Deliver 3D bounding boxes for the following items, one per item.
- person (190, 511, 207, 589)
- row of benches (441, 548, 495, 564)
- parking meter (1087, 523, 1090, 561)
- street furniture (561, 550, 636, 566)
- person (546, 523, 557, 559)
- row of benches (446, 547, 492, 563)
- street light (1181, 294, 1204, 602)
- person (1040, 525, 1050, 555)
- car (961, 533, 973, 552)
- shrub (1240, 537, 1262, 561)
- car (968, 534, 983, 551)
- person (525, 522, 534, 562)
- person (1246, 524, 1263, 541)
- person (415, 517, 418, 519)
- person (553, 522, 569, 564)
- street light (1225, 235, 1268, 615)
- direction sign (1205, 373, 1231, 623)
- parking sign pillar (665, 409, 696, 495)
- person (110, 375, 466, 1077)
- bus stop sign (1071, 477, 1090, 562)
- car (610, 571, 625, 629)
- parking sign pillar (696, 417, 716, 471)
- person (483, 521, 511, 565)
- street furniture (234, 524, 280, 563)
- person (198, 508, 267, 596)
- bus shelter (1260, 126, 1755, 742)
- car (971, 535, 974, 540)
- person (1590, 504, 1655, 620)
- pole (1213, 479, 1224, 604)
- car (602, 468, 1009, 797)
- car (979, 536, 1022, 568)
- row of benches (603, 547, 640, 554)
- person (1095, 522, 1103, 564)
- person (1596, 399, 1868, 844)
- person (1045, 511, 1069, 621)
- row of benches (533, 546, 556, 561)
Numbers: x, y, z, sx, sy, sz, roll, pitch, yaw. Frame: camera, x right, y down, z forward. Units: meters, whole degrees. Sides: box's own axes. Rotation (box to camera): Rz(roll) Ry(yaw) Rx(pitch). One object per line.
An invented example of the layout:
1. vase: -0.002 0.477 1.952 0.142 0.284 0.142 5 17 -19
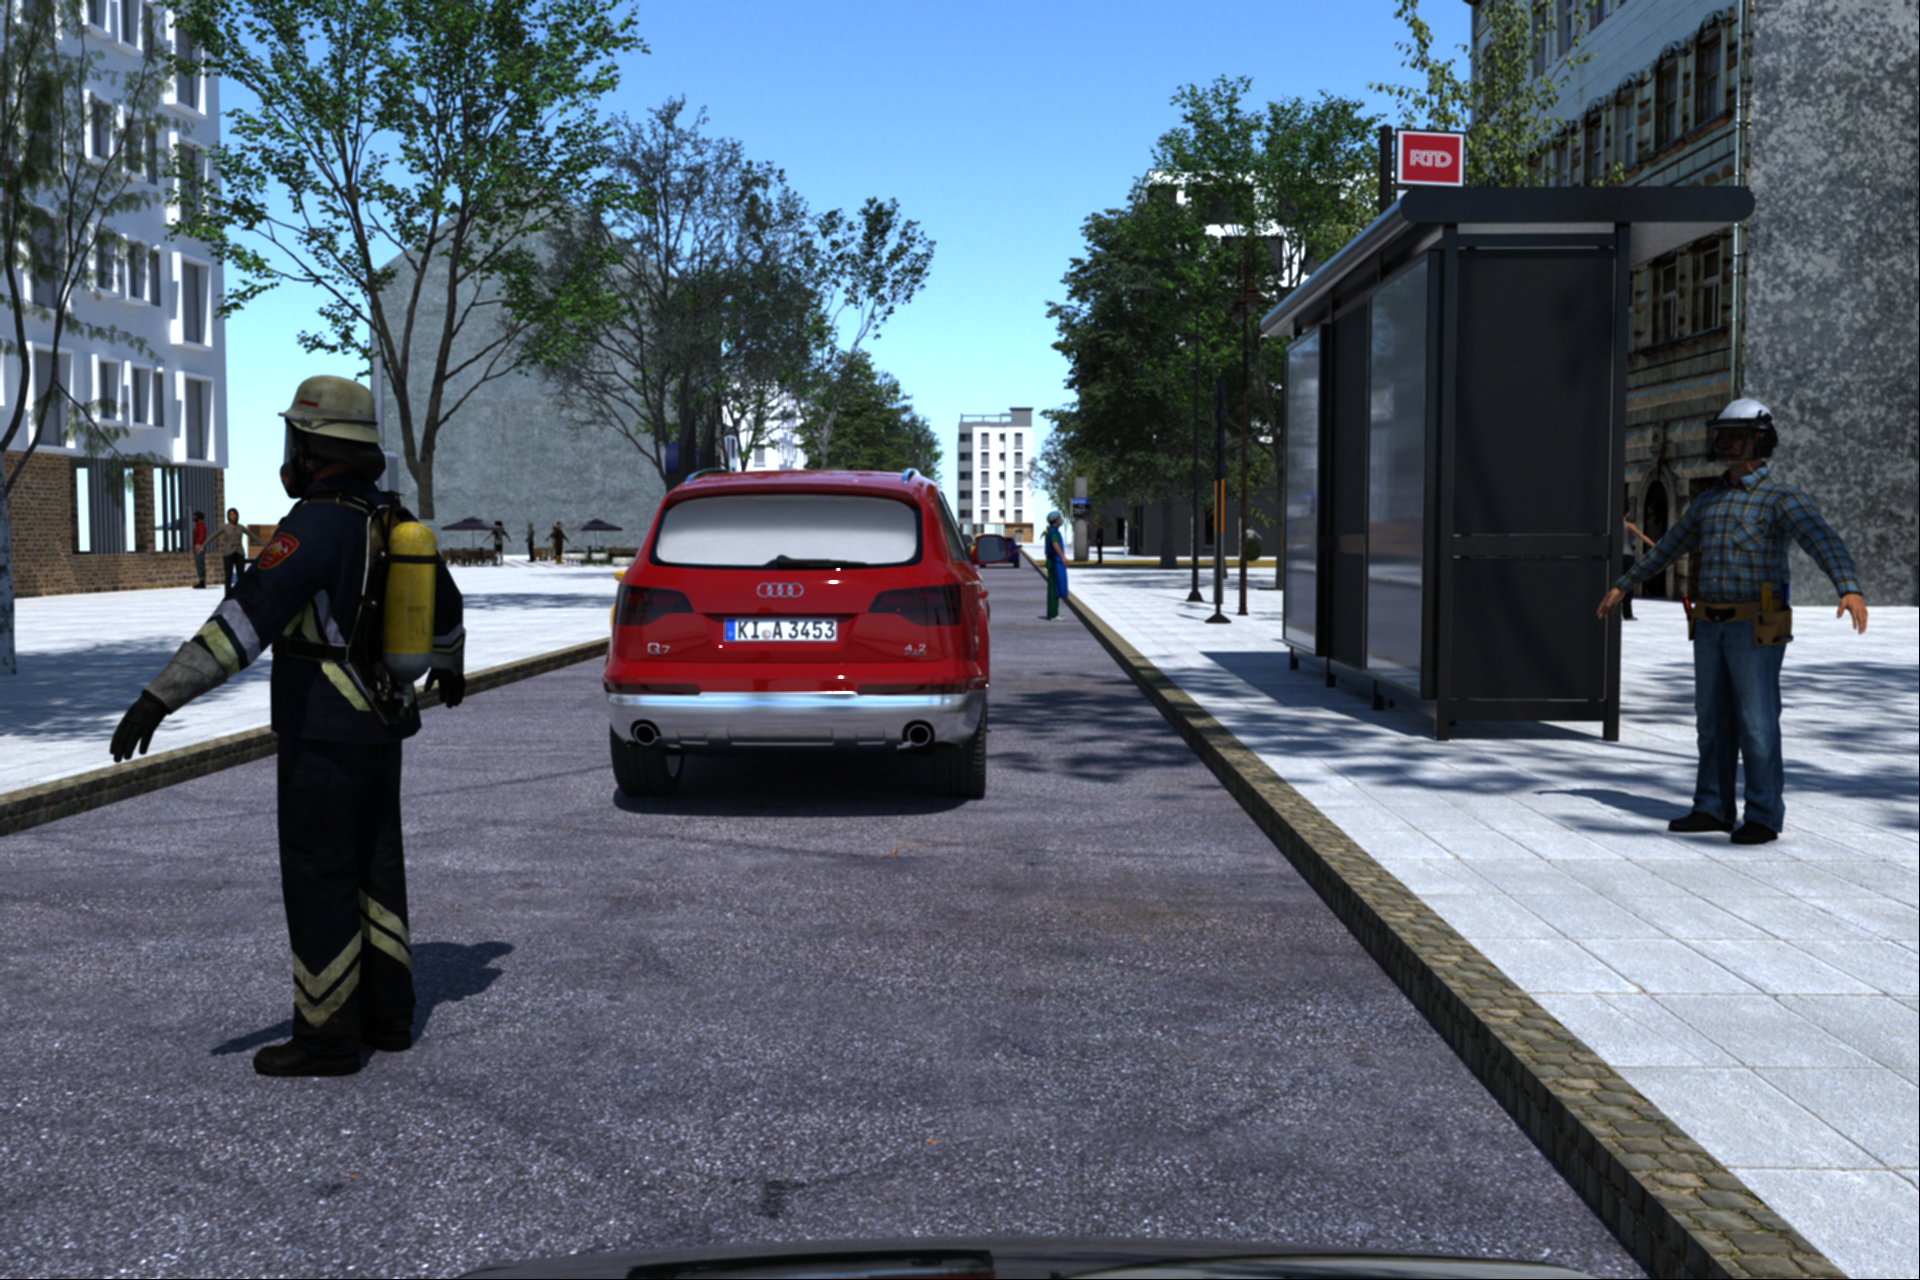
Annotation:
1. person: -17.891 -2.114 40.679 0.704 1.816 1.345 -2 4 -28
2. row of benches: -21.377 -3.607 74.433 1.422 0.672 4.104 1 4 19
3. parking meter: 5.972 -4.698 82.516 0.399 1.863 0.255 0 4 1
4. street furniture: -11.231 -3.358 70.524 10.072 0.657 5.734 1 4 17
5. person: -20.828 -5.100 89.145 0.705 1.858 1.354 2 4 23
6. row of benches: -22.549 -3.896 79.167 1.422 0.672 4.104 1 4 9
7. street light: 4.997 -3.676 32.642 1.470 5.913 1.316 0 4 1
8. person: 5.365 -6.085 105.454 1.349 1.833 0.705 -2 4 -35
9. car: 0.131 -6.719 119.639 2.009 1.686 4.222 0 4 2
10. shrub: 13.667 -4.294 81.316 1.383 1.207 1.383 0 3 0
11. car: 1.472 -5.443 99.216 2.015 1.641 3.980 0 4 1
12. person: -19.591 -4.453 78.938 0.705 1.813 1.348 0 4 -4
13. person: 15.434 -5.249 92.001 1.347 1.806 0.705 -1 4 -17
14. person: -16.887 -2.911 53.738 1.347 1.811 0.704 3 5 43
15. person: -17.248 -4.190 74.637 0.704 1.812 1.346 1 4 14
16. street light: 4.468 -3.327 27.192 0.468 5.910 1.993 0 4 1
17. direction sign: 3.730 -2.014 24.921 0.379 3.537 0.876 0 4 1
18. parking sign pillar: -5.890 -2.947 36.652 1.447 3.967 1.447 0 4 1
19. person: -1.700 0.216 4.698 0.705 1.856 1.354 1 4 18
20. bus stop sign: 5.582 -5.572 80.113 0.837 3.901 0.837 0 4 1
21. car: -2.902 -0.612 20.237 2.015 1.641 3.980 0 4 2
22. parking sign pillar: -5.851 -3.108 39.284 1.447 3.967 1.447 0 4 2
23. person: -19.182 -4.022 71.909 0.704 1.843 1.345 3 5 42
24. street furniture: -28.574 -4.455 79.701 9.812 1.723 11.010 0 4 1
25. person: -12.722 -1.445 30.387 1.215 1.744 0.721 -2 4 -32
26. bus shelter: 3.875 -2.274 14.808 2.179 5.291 8.768 0 4 2
27. car: 0.288 -7.316 131.980 2.083 1.381 4.827 0 4 2
28. person: 9.937 -1.165 25.854 0.721 1.737 1.217 -3 4 -36
29. pole: 4.721 -2.307 31.564 0.158 3.312 0.155 0 3 0
30. car: -0.828 -0.142 10.991 2.281 1.827 5.304 0 4 1
31. car: 1.701 -3.773 74.274 1.945 1.354 3.894 0 4 2
32. row of benches: -16.278 -4.170 83.639 1.422 0.672 4.104 -2 4 -33
33. person: 6.052 -4.230 75.383 0.704 1.802 1.346 0 4 -1
34. person: 3.274 -0.091 7.321 0.704 1.849 1.345 -2 4 -25
35. person: 1.603 -1.233 28.744 0.704 1.817 1.347 0 4 -4
36. row of benches: -20.212 -4.198 84.107 1.422 0.672 4.104 0 4 -4
